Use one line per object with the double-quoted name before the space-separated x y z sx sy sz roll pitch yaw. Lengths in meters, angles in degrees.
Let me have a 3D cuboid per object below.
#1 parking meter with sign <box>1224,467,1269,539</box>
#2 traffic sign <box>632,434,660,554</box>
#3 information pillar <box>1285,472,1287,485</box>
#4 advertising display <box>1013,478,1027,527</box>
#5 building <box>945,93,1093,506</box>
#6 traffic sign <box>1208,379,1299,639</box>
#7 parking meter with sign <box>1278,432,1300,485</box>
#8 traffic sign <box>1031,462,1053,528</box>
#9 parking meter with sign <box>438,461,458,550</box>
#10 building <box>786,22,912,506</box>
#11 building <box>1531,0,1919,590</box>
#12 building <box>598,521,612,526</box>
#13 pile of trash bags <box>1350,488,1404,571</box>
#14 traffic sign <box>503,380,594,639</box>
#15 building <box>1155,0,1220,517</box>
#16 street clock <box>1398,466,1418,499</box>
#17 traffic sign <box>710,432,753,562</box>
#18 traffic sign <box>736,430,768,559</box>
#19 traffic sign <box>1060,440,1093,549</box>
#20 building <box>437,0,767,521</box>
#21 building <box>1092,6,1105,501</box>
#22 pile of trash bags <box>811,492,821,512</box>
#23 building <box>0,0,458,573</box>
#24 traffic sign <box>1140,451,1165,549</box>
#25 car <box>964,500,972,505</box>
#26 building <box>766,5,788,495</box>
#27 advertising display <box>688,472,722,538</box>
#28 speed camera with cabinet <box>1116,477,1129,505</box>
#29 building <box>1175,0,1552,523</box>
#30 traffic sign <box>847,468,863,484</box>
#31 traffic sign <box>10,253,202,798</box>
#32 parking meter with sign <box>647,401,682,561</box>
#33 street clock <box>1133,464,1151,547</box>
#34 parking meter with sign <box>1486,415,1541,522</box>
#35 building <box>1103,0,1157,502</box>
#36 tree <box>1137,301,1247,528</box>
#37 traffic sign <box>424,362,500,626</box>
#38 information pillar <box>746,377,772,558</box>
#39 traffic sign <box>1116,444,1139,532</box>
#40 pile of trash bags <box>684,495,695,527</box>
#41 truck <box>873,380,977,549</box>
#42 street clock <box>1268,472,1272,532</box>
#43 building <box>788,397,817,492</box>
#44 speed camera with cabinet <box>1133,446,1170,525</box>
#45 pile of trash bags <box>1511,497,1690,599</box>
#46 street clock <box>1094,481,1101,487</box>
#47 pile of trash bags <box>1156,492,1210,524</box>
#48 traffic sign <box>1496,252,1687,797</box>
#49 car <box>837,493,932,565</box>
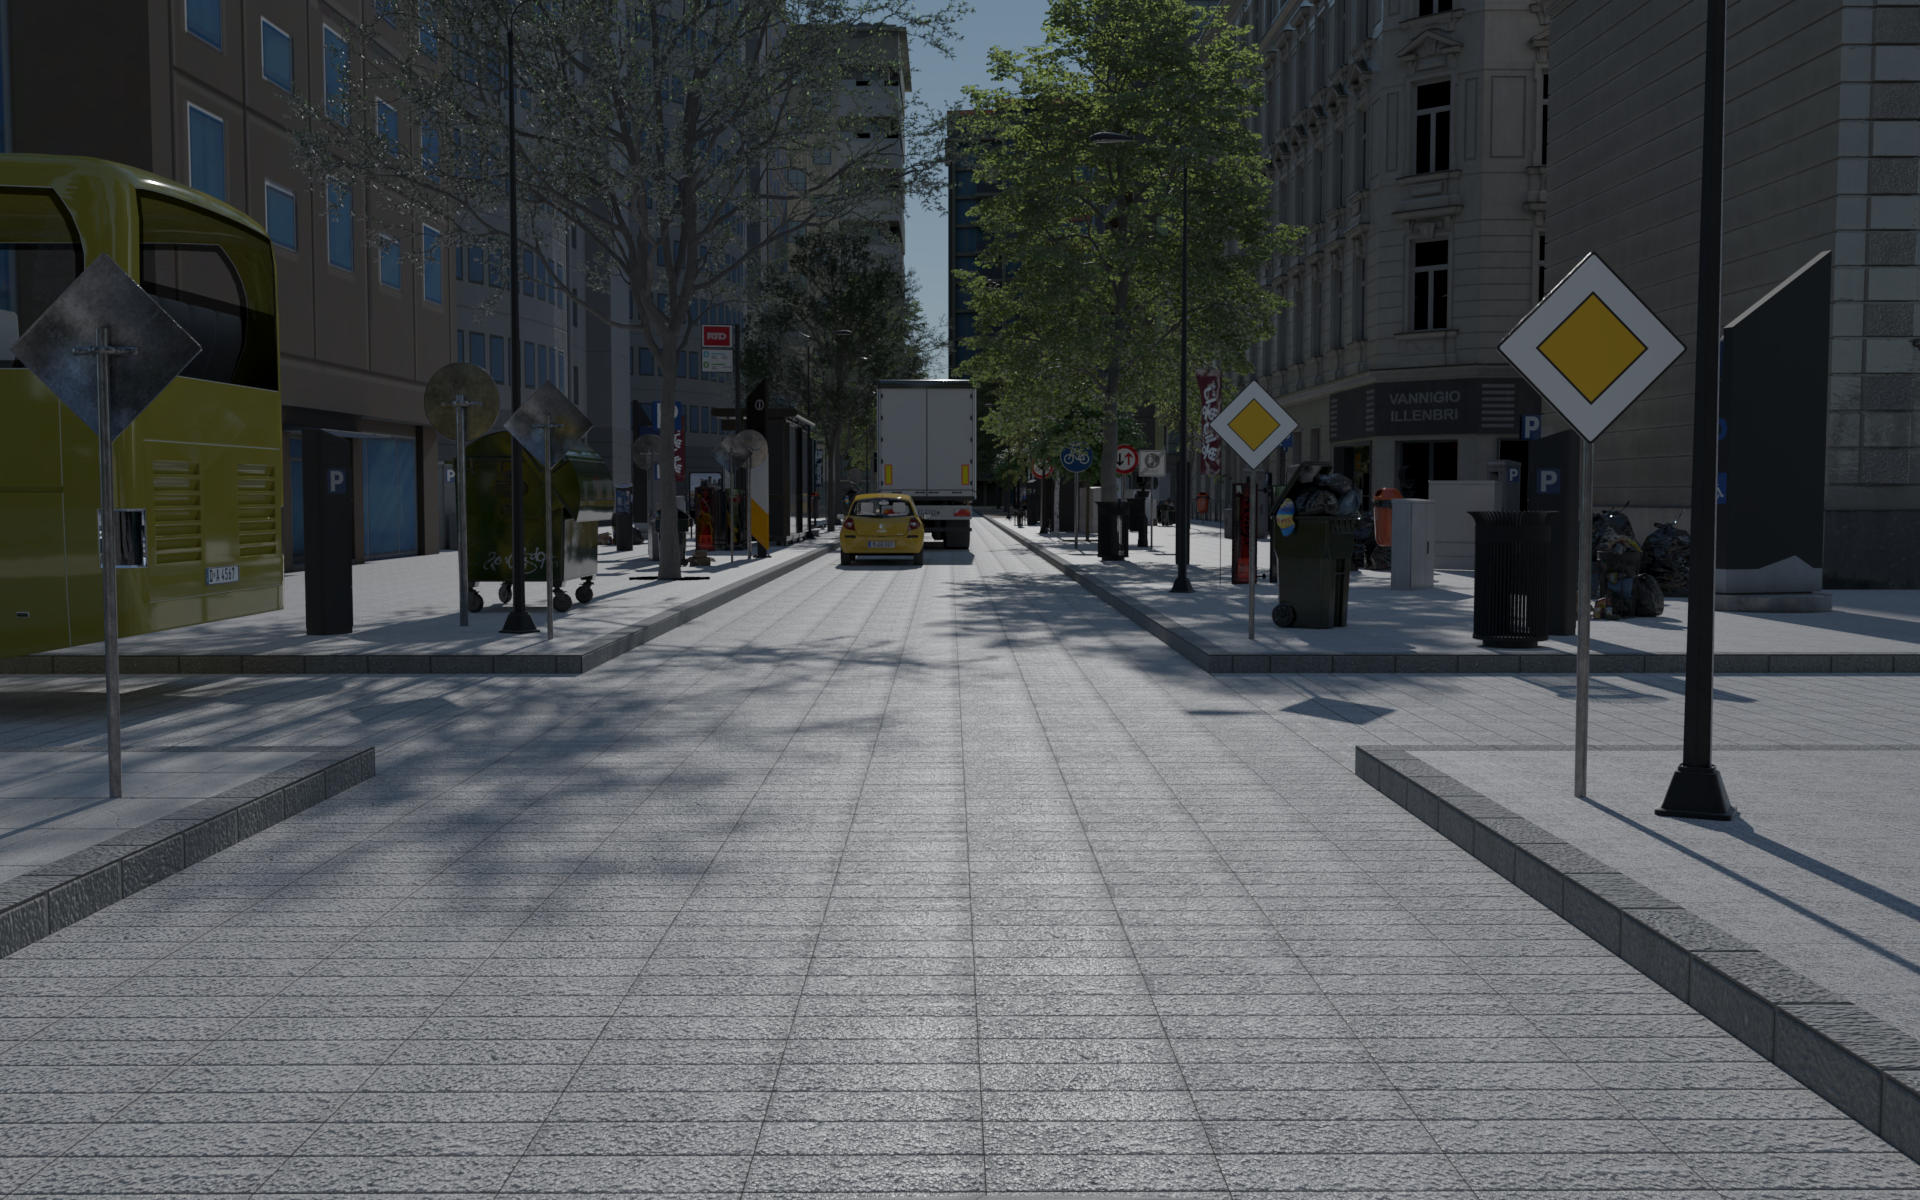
"parking meter with sign" 8.489 -3.276 49.816 1.738 3.016 0.543 1 4 23
"traffic sign" -6.605 -2.245 36.805 0.768 2.556 0.104 0 4 6
"information pillar" 10.978 -3.236 57.407 0.304 2.012 0.304 -2 4 -26
"advertising display" 2.533 -4.148 73.033 0.123 1.923 0.974 2 4 32
"building" 11.137 -32.874 192.108 28.867 44.769 22.147 0 4 0
"traffic sign" 2.576 -0.711 15.266 0.795 2.450 0.064 0 4 0
"parking meter with sign" 8.494 -2.878 43.309 0.543 3.016 1.738 -1 4 -21
"traffic sign" 2.696 -3.476 56.935 0.768 2.556 0.104 0 4 2
"parking meter with sign" -12.012 -2.683 40.127 1.738 3.016 0.543 3 4 36
"building" -17.247 -37.108 195.949 27.495 52.752 28.713 0 4 0
"building" 23.645 -14.117 28.082 25.104 27.353 12.463 0 4 0
"building" -24.338 -31.541 57.691 21.231 58.520 28.212 0 4 0
"pile of trash bags" 6.782 -1.183 29.091 1.912 1.369 3.447 0 4 -3
"traffic sign" -3.618 -0.710 15.247 0.795 2.450 0.064 0 4 0
"building" 18.163 -25.457 99.819 14.154 41.232 14.086 0 4 0
"street clock" 11.455 -2.432 44.341 0.471 2.002 0.358 -2 4 -32
"traffic sign" -4.273 -1.910 32.422 0.795 2.450 0.064 0 4 1
"traffic sign" -4.178 -2.091 34.296 0.768 2.556 0.104 1 4 9
"traffic sign" 2.734 -2.480 40.659 0.768 2.556 0.104 0 4 4
"building" -23.601 -34.357 103.739 21.231 58.520 28.212 0 4 0
"building" 21.423 -36.714 142.277 21.231 58.520 28.212 0 4 0
"pile of trash bags" -8.182 -4.387 81.472 3.447 1.369 1.912 1 4 17
"building" -17.658 -23.173 28.984 14.600 45.320 14.200 0 4 0
"traffic sign" 4.478 -2.343 40.430 0.606 2.300 0.079 0 4 3
"car" -0.243 -5.847 105.827 2.015 1.641 3.980 0 4 -1
"building" -20.134 -29.107 126.005 14.600 45.320 14.200 0 4 0
"advertising display" -7.369 -2.751 50.189 0.974 1.923 0.123 -1 4 -18
"speed camera with cabinet" 8.837 -5.860 90.154 2.038 3.252 0.660 -3 5 -44
"building" 19.751 -17.857 68.372 17.030 29.872 44.131 0 4 0
"traffic sign" -5.132 -5.160 84.469 0.768 2.556 0.104 0 4 1
"traffic sign" -3.567 -0.221 7.262 0.795 2.450 0.064 0 4 0
"parking meter with sign" -5.752 -2.271 33.393 0.543 3.016 1.738 -1 4 -17
"street clock" 4.415 -2.275 41.765 0.358 2.002 0.471 -3 5 -45
"parking meter with sign" 12.210 -2.608 38.899 0.543 3.016 1.738 -2 4 -23
"building" 21.385 -30.215 117.721 21.300 48.544 21.600 0 4 0
"tree" 8.575 -6.981 64.499 4.360 8.622 3.978 0 3 0
"traffic sign" -4.815 -1.017 16.737 0.768 2.556 0.104 0 4 7
"information pillar" -4.060 -2.659 34.828 0.504 3.616 0.183 2 4 27
"traffic sign" 4.196 -2.704 44.318 0.768 2.556 0.104 0 4 3
"pile of trash bags" -11.380 -3.540 67.636 1.912 1.369 3.447 0 4 -2
"truck" -1.036 -3.625 48.189 2.839 4.237 11.283 0 4 -2
"street clock" 10.244 -3.246 57.635 0.358 2.002 0.471 0 4 2
"building" -28.563 -50.929 145.355 31.000 86.520 22.319 0 4 0
"speed camera with cabinet" 7.908 -4.721 71.523 0.660 3.252 2.038 -2 4 -25
"pile of trash bags" 8.869 -0.760 22.186 3.447 1.369 1.912 -1 4 -10
"street clock" 6.769 -5.008 86.457 0.471 2.002 0.358 -2 4 -32
"pile of trash bags" 9.169 -4.020 75.472 3.447 1.369 1.912 1 4 12
"traffic sign" 2.627 -0.223 7.281 0.795 2.450 0.064 0 4 0
"car" -1.599 -1.592 36.247 2.015 1.641 3.980 0 4 -1
